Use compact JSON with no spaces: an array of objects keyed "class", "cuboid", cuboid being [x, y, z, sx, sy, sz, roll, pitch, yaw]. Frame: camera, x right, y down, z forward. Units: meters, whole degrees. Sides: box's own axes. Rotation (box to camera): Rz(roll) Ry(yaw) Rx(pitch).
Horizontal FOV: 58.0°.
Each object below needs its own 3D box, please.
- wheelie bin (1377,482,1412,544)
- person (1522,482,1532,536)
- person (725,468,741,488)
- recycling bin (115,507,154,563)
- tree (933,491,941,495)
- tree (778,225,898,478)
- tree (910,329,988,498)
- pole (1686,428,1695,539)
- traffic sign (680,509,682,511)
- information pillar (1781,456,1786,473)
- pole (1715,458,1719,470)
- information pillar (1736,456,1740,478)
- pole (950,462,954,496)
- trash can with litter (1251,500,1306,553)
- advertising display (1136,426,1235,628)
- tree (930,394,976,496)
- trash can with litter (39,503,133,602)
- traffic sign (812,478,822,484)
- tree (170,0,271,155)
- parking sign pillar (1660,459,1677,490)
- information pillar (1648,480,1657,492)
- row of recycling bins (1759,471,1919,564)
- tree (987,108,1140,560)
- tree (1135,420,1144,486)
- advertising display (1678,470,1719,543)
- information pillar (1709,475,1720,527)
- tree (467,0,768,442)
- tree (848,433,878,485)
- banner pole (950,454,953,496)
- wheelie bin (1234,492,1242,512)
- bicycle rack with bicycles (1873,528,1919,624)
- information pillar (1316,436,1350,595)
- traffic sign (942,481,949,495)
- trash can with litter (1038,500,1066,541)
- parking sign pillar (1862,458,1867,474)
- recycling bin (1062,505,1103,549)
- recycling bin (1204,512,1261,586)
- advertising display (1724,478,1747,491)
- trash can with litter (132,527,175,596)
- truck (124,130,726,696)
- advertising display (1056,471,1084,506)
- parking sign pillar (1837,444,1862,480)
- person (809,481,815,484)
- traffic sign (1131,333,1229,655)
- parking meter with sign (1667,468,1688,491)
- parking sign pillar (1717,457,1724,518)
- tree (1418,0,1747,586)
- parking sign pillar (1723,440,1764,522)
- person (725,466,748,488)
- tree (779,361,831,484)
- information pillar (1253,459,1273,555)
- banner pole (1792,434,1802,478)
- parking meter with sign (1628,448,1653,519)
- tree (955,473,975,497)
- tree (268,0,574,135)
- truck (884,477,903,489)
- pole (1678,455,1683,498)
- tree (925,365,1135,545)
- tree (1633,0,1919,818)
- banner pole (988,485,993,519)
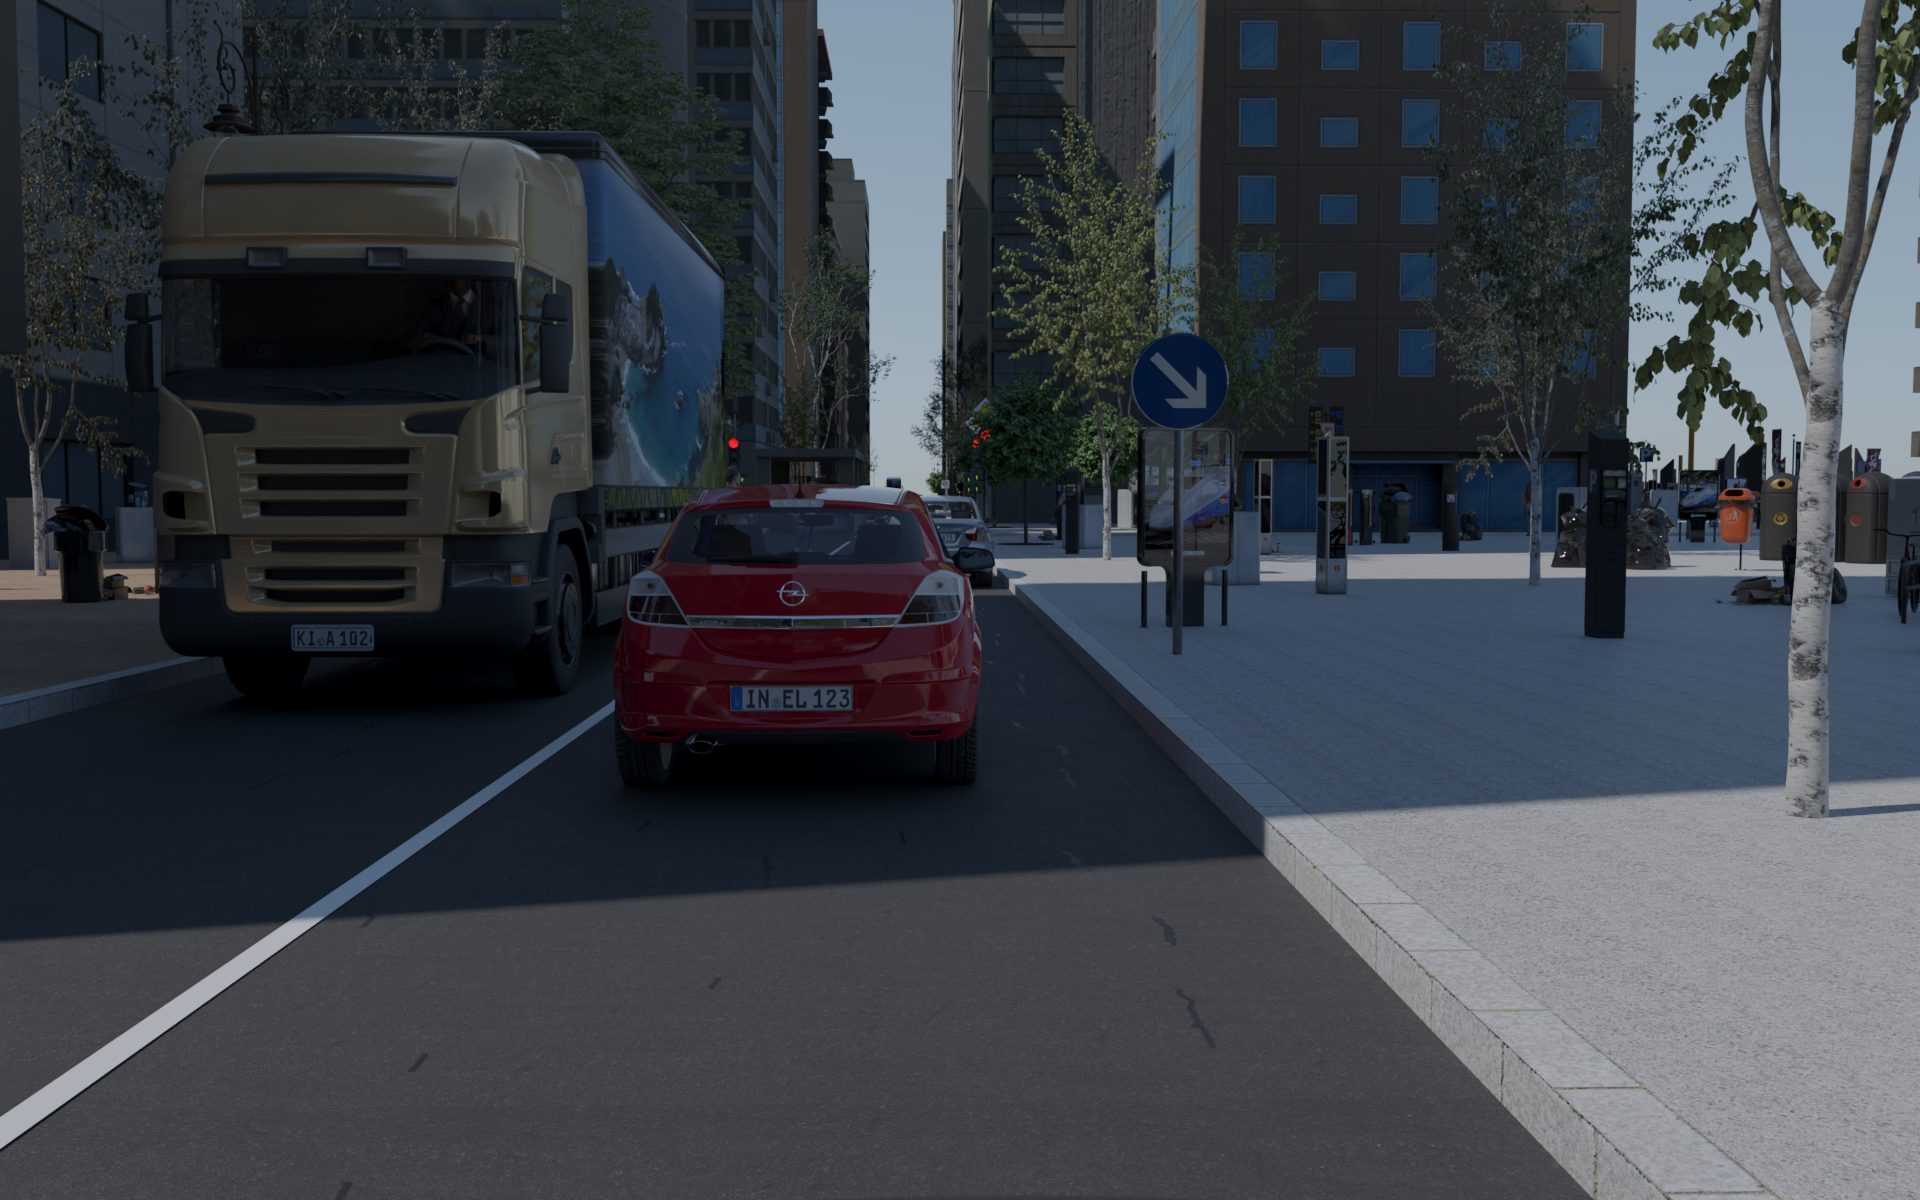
[{"class":"wheelie bin","cuboid":[11.268,-2.260,44.866,0.693,1.594,0.980,-3,5,-43]},{"class":"person","cuboid":[17.804,-2.782,53.996,0.555,1.821,0.388,2,4,32]},{"class":"person","cuboid":[-2.967,-0.881,23.252,0.599,1.781,0.374,0,4,4]},{"class":"recycling bin","cuboid":[-15.486,-1.229,32.655,0.722,1.027,0.722,-2,4,-32]},{"class":"tree","cuboid":[-3.280,-15.088,241.293,1.663,3.219,1.824,0,3,0]},{"class":"tree","cuboid":[-10.956,-16.433,124.575,12.611,20.169,13.585,0,3,0]},{"class":"tree","cuboid":[0.783,-9.974,97.482,7.601,10.594,8.767,-1,4,-10]},{"class":"pole","cuboid":[20.714,-3.380,49.104,0.158,3.312,0.155,0,3,0]},{"class":"traffic sign","cuboid":[-7.392,-2.805,45.961,0.768,2.556,0.104,0,4,2]},{"class":"information pillar","cuboid":[51.281,-7.143,108.135,0.183,3.616,0.504,-3,4,-39]},{"class":"pole","cuboid":[43.029,-6.402,98.516,0.158,3.312,0.155,0,3,0]},{"class":"information pillar","cuboid":[47.468,-6.993,105.697,0.183,3.616,0.504,0,4,2]},{"class":"pole","cuboid":[-0.506,-7.201,111.575,0.158,3.312,0.155,0,3,0]},{"class":"trash can with litter","cuboid":[6.623,-1.682,38.565,1.678,1.210,2.233,-1,4,-10]},{"class":"advertising display","cuboid":[2.177,-0.704,16.718,0.974,1.923,0.123,-1,4,-17]},{"class":"tree","cuboid":[-0.180,-10.672,124.846,4.360,8.622,3.978,0,3,0]},{"class":"trash can with litter","cuboid":[-10.450,-0.574,20.769,0.624,1.170,1.055,0,4,4]},{"class":"traffic sign","cuboid":[-8.827,-6.409,106.916,0.606,2.300,0.079,0,4,3]},{"class":"tree","cuboid":[-8.372,-4.319,20.982,4.360,8.622,3.978,0,3,0]},{"class":"parking sign pillar","cuboid":[54.278,-8.826,132.771,1.447,3.967,1.447,-1,4,-22]},{"class":"information pillar","cuboid":[35.628,-5.177,89.138,0.304,2.012,0.304,-2,4,-26]},{"class":"row of recycling bins","cuboid":[16.602,-1.545,32.372,1.069,1.692,3.534,-2,4,-29]},{"class":"tree","cuboid":[2.742,-5.056,33.034,4.737,8.622,4.395,0,3,0]},{"class":"tree","cuboid":[5.300,-4.743,61.259,4.285,4.588,4.351,0,3,0]},{"class":"advertising display","cuboid":[19.580,-2.491,45.940,0.974,1.923,0.123,1,4,18]},{"class":"information pillar","cuboid":[29.190,-3.825,67.034,0.304,2.012,0.304,1,4,11]},{"class":"tree","cuboid":[-8.413,-7.441,39.782,7.486,12.596,7.792,0,3,0]},{"class":"tree","cuboid":[-11.839,-15.811,208.866,4.360,8.622,3.978,0,3,0]},{"class":"banner pole","cuboid":[-0.520,-7.237,108.347,0.401,3.779,0.863,0,4,6]},{"class":"wheelie bin","cuboid":[4.127,-1.232,28.045,0.693,1.594,0.980,-1,4,-21]},{"class":"bicycle rack with bicycles","cuboid":[10.382,-0.233,17.192,2.852,0.926,2.925,3,5,41]},{"class":"information pillar","cuboid":[4.766,-1.081,22.173,0.304,2.012,0.304,-1,4,-17]},{"class":"traffic sign","cuboid":[-1.086,-7.764,129.070,0.606,2.300,0.079,0,4,8]},{"class":"trash can with litter","cuboid":[2.716,-2.231,47.860,1.055,1.170,0.624,-2,4,-25]},{"class":"parking sign pillar","cuboid":[52.862,-6.915,101.539,1.447,3.967,1.447,-3,5,-42]},{"class":"recycling bin","cuboid":[2.887,-1.730,40.843,0.722,1.027,0.722,3,5,40]},{"class":"recycling bin","cuboid":[3.814,-0.740,24.652,0.722,1.027,0.722,-1,4,-14]},{"class":"advertising display","cuboid":[30.727,-3.879,68.635,0.974,1.923,0.123,-1,4,-16]},{"class":"trash can with litter","cuboid":[-9.947,-0.716,22.766,1.678,1.210,2.233,2,4,26]},{"class":"truck","cuboid":[-4.008,-1.638,15.701,2.839,4.237,11.283,0,4,-1]},{"class":"advertising display","cuboid":[3.098,-2.665,48.793,0.123,1.923,0.974,-3,5,-43]},{"class":"parking sign pillar","cuboid":[47.794,-6.464,94.159,1.447,3.967,1.447,-3,5,-42]},{"class":"person","cuboid":[-3.674,-1.942,40.924,0.598,1.740,0.731,2,4,28]},{"class":"traffic sign","cuboid":[1.742,-0.837,13.799,0.768,2.556,0.104,0,4,5]},{"class":"parking meter with sign","cuboid":[48.562,-7.445,117.979,1.738,3.016,0.543,2,4,31]},{"class":"parking sign pillar","cuboid":[40.631,-6.328,91.937,1.447,3.967,1.447,-3,5,-43]},{"class":"tree","cuboid":[8.105,-4.491,23.796,4.360,8.622,3.978,0,3,0]},{"class":"parking sign pillar","cuboid":[36.508,-5.599,80.021,1.447,3.967,1.447,-2,4,-28]},{"class":"person","cuboid":[-3.734,-1.294,29.022,0.648,1.900,0.474,-3,5,-42]},{"class":"tree","cuboid":[-9.207,-8.944,96.595,4.737,8.622,4.395,0,3,0]},{"class":"information pillar","cuboid":[6.400,-1.964,36.608,0.304,2.012,0.304,-1,4,-13]},{"class":"banner pole","cuboid":[34.827,-5.026,72.195,0.863,3.779,0.401,-3,4,-37]},{"class":"parking meter with sign","cuboid":[25.046,-4.177,64.563,1.738,3.016,0.543,-2,4,-33]},{"class":"tree","cuboid":[0.116,-8.651,136.044,1.663,3.219,1.824,0,3,0]},{"class":"tree","cuboid":[-7.533,-4.695,27.129,4.360,8.622,3.978,0,3,0]},{"class":"truck","cuboid":[-10.678,-17.804,280.851,2.967,4.110,18.799,0,4,-2]},{"class":"pole","cuboid":[37.694,-5.922,90.675,0.158,3.312,0.155,0,3,0]},{"class":"tree","cuboid":[1.758,-3.677,43.841,4.285,4.588,4.351,0,3,0]},{"class":"tree","cuboid":[3.609,-3.448,6.741,4.737,8.622,4.395,0,3,0]},{"class":"banner pole","cuboid":[1.267,-4.966,71.207,0.401,3.779,0.863,-1,4,-16]}]
